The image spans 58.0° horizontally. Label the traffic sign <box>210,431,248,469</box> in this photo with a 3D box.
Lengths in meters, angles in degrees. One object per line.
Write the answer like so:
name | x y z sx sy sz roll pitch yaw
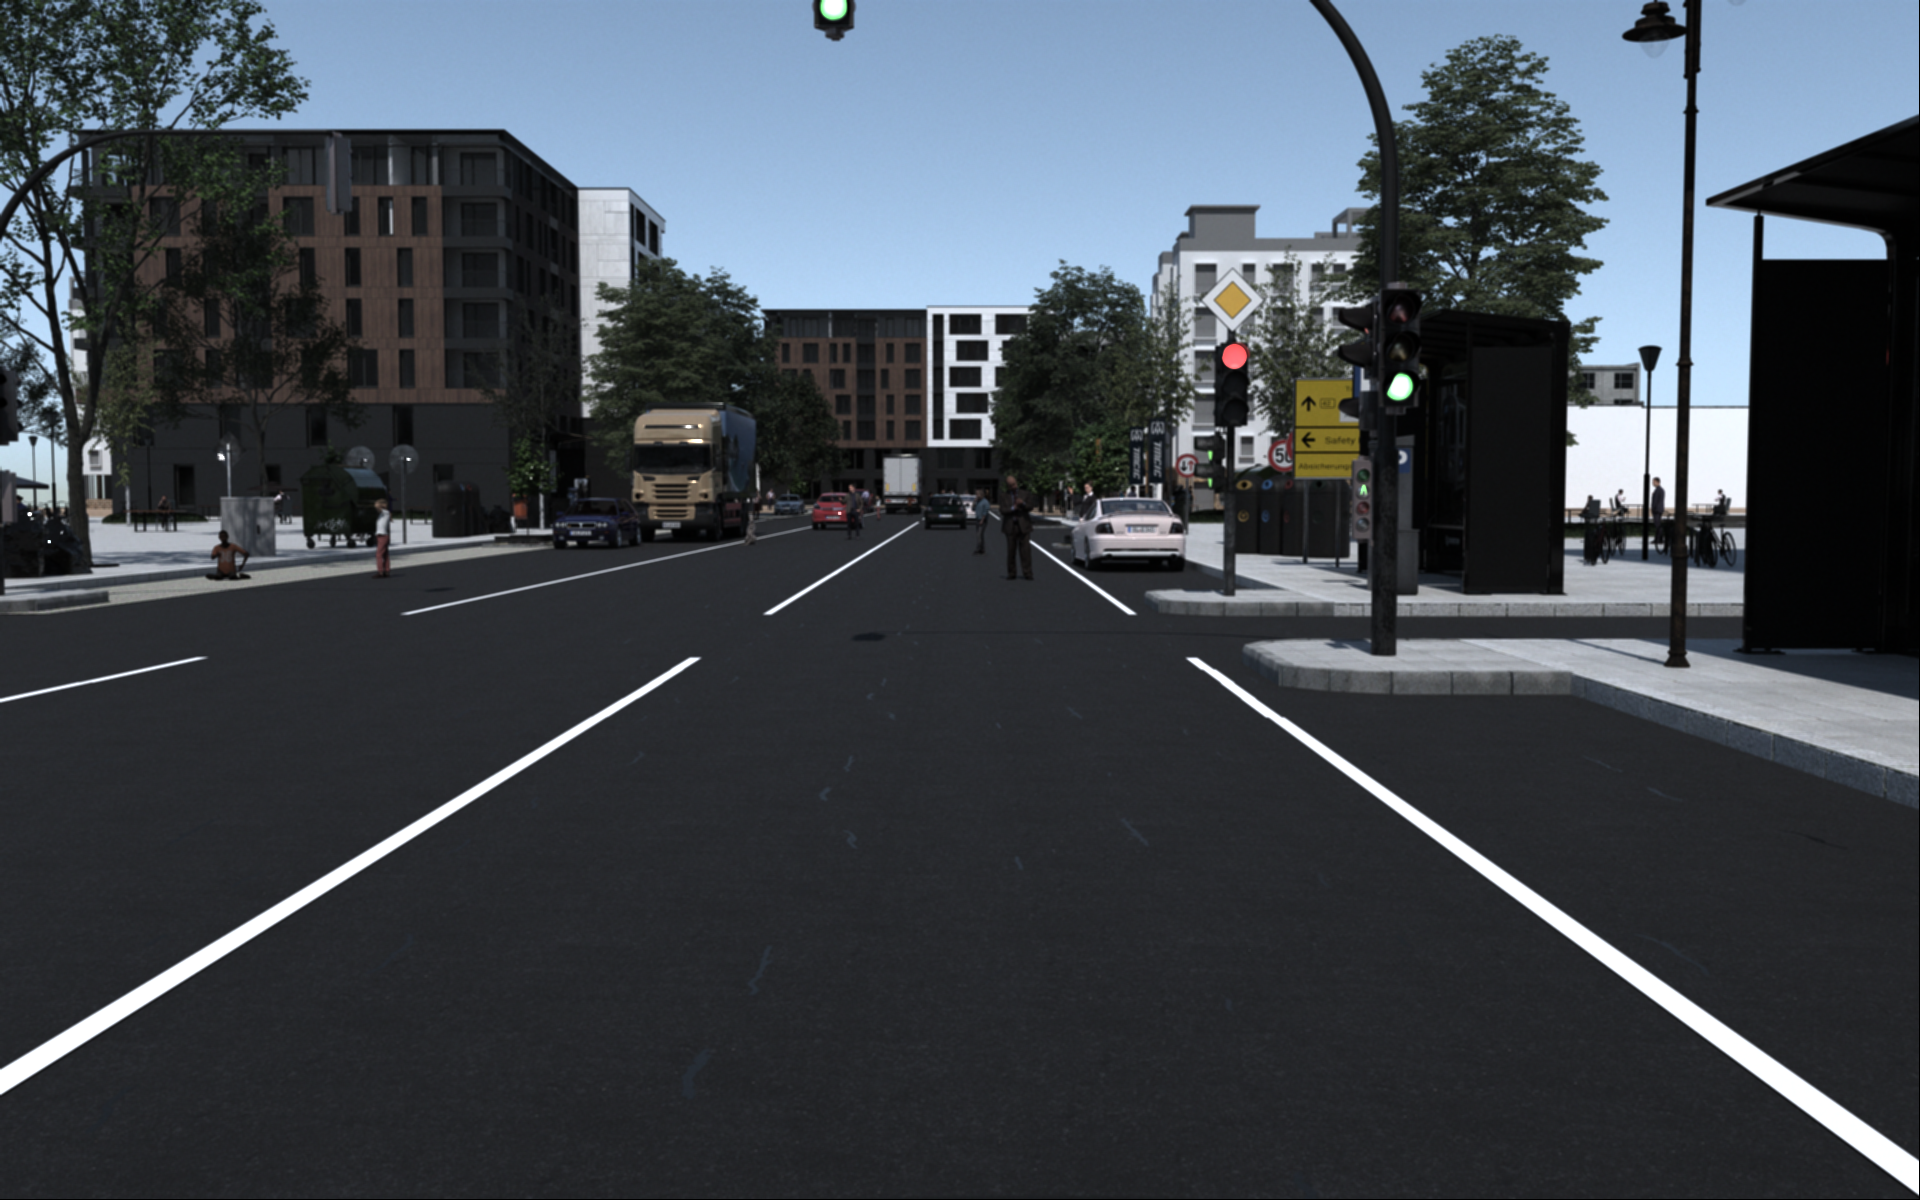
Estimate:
traffic sign | -15.323 -2.238 36.321 0.795 2.593 0.064 0 4 2

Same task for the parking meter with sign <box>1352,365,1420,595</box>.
parking meter with sign | 5.617 -1.615 22.674 0.543 3.016 1.738 0 4 -2

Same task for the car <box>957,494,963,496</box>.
car | -0.130 -7.135 126.444 2.009 1.686 4.222 0 4 1

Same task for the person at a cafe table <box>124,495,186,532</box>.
person at a cafe table | -27.468 -2.972 59.449 1.698 1.238 1.726 0 4 -3

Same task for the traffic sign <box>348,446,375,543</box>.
traffic sign | -15.846 -2.794 45.782 0.768 2.556 0.104 0 4 2

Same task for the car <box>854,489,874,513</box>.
car | -7.848 -7.737 135.180 2.281 1.827 5.304 0 4 1

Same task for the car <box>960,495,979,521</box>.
car | 0.268 -4.350 83.484 2.083 1.381 4.827 0 4 2

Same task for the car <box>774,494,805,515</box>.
car | -11.833 -6.631 120.415 2.014 1.417 4.499 0 4 2

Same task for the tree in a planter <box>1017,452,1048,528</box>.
tree in a planter | 3.540 -4.655 73.335 1.991 3.239 1.994 0 4 0

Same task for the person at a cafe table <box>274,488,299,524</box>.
person at a cafe table | -29.093 -4.000 73.915 1.622 1.524 1.698 3 4 38

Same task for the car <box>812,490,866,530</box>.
car | -4.977 -3.781 70.862 2.155 1.783 4.494 0 4 2

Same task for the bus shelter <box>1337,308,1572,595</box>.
bus shelter | 6.954 -2.065 25.050 1.731 3.624 6.357 0 4 0

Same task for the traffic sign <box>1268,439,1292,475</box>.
traffic sign | 7.481 -2.441 40.022 0.768 2.556 0.104 0 4 3

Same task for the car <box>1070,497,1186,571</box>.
car | 3.243 -1.312 33.811 2.083 1.381 4.827 0 4 -2

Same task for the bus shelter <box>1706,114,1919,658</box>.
bus shelter | 6.792 -1.196 10.831 1.731 3.624 6.357 0 3 0

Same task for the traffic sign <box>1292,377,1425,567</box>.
traffic sign | 6.933 -2.223 30.215 2.265 3.308 0.079 0 4 3

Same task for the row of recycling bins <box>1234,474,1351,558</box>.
row of recycling bins | 6.890 -1.775 36.141 1.069 1.692 3.534 -2 4 -25

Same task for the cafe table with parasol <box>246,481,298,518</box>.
cafe table with parasol | -37.264 -5.444 93.874 2.610 1.966 2.610 -1 4 -21

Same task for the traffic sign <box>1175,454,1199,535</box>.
traffic sign | 7.161 -3.334 54.614 0.768 2.556 0.104 0 4 2

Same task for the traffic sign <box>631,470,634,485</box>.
traffic sign | -13.971 -4.459 75.040 0.606 2.300 0.079 0 4 7

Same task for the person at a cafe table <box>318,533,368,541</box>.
person at a cafe table | -16.722 -2.390 47.588 1.622 1.524 1.698 2 4 25

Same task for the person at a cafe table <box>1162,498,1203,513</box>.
person at a cafe table | 10.968 -4.617 86.351 1.726 1.238 1.698 -1 4 -14

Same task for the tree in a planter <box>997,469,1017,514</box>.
tree in a planter | 3.676 -7.750 123.927 1.991 3.239 1.994 0 4 0

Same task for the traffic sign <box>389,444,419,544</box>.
traffic sign | -14.243 -2.706 44.356 0.768 2.556 0.104 0 4 1

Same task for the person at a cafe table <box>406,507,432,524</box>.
person at a cafe table | -22.425 -3.844 73.708 1.726 1.238 1.698 1 4 17

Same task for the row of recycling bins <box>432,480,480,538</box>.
row of recycling bins | -15.258 -2.767 52.349 1.069 1.692 3.534 0 4 -4

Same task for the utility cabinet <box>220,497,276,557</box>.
utility cabinet | -14.596 -1.489 35.513 1.020 1.237 0.306 -1 4 -23

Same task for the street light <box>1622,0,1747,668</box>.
street light | 5.330 -2.441 12.696 0.468 5.910 1.993 0 4 0

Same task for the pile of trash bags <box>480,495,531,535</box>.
pile of trash bags | -15.286 -2.848 56.323 1.912 1.369 3.447 2 4 29

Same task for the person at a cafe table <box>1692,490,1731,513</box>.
person at a cafe table | 40.356 -5.146 92.649 1.698 1.524 1.622 -3 4 -38

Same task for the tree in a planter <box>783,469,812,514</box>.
tree in a planter | -11.595 -7.732 123.633 1.991 3.239 1.994 0 4 0

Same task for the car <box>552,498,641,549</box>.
car | -9.744 -2.078 46.559 1.945 1.354 3.894 0 4 1

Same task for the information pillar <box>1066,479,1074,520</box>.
information pillar | 5.513 -5.020 86.572 0.304 2.012 0.304 2 4 25

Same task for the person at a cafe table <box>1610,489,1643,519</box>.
person at a cafe table | 34.512 -4.962 89.637 1.622 1.524 1.698 1 4 10

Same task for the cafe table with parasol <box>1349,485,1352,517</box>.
cafe table with parasol | 18.623 -4.970 86.123 2.610 1.966 2.610 1 4 11

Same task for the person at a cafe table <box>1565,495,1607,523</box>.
person at a cafe table | 22.740 -3.203 63.223 1.698 1.238 1.726 -1 4 -9

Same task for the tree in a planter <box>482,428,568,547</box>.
tree in a planter | -11.799 -3.056 47.194 1.991 3.239 1.994 0 4 0

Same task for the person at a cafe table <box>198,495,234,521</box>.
person at a cafe table | -35.716 -4.461 83.792 1.726 1.238 1.698 -1 4 -9

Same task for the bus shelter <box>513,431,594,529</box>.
bus shelter | -15.759 -4.661 67.495 1.731 3.624 6.357 0 4 0

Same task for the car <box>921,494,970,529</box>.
car | -0.599 -3.781 71.604 2.009 1.686 4.222 0 4 -1

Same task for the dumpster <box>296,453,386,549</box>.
dumpster | -14.749 -2.372 41.268 1.502 2.255 1.985 0 4 0

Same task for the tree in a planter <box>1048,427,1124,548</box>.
tree in a planter | 3.473 -3.007 46.386 1.991 3.239 1.994 0 4 0

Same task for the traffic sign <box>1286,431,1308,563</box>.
traffic sign | 6.410 -1.956 32.086 0.768 2.556 0.104 1 4 9

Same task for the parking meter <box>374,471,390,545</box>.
parking meter | -14.601 -2.319 43.632 0.399 1.863 0.255 -3 5 -39

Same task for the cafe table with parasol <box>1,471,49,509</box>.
cafe table with parasol | -26.932 -2.662 48.388 2.610 1.966 2.610 -1 4 -22

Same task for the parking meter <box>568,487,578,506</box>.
parking meter | -14.354 -3.414 64.231 0.372 1.533 0.369 0 3 0
